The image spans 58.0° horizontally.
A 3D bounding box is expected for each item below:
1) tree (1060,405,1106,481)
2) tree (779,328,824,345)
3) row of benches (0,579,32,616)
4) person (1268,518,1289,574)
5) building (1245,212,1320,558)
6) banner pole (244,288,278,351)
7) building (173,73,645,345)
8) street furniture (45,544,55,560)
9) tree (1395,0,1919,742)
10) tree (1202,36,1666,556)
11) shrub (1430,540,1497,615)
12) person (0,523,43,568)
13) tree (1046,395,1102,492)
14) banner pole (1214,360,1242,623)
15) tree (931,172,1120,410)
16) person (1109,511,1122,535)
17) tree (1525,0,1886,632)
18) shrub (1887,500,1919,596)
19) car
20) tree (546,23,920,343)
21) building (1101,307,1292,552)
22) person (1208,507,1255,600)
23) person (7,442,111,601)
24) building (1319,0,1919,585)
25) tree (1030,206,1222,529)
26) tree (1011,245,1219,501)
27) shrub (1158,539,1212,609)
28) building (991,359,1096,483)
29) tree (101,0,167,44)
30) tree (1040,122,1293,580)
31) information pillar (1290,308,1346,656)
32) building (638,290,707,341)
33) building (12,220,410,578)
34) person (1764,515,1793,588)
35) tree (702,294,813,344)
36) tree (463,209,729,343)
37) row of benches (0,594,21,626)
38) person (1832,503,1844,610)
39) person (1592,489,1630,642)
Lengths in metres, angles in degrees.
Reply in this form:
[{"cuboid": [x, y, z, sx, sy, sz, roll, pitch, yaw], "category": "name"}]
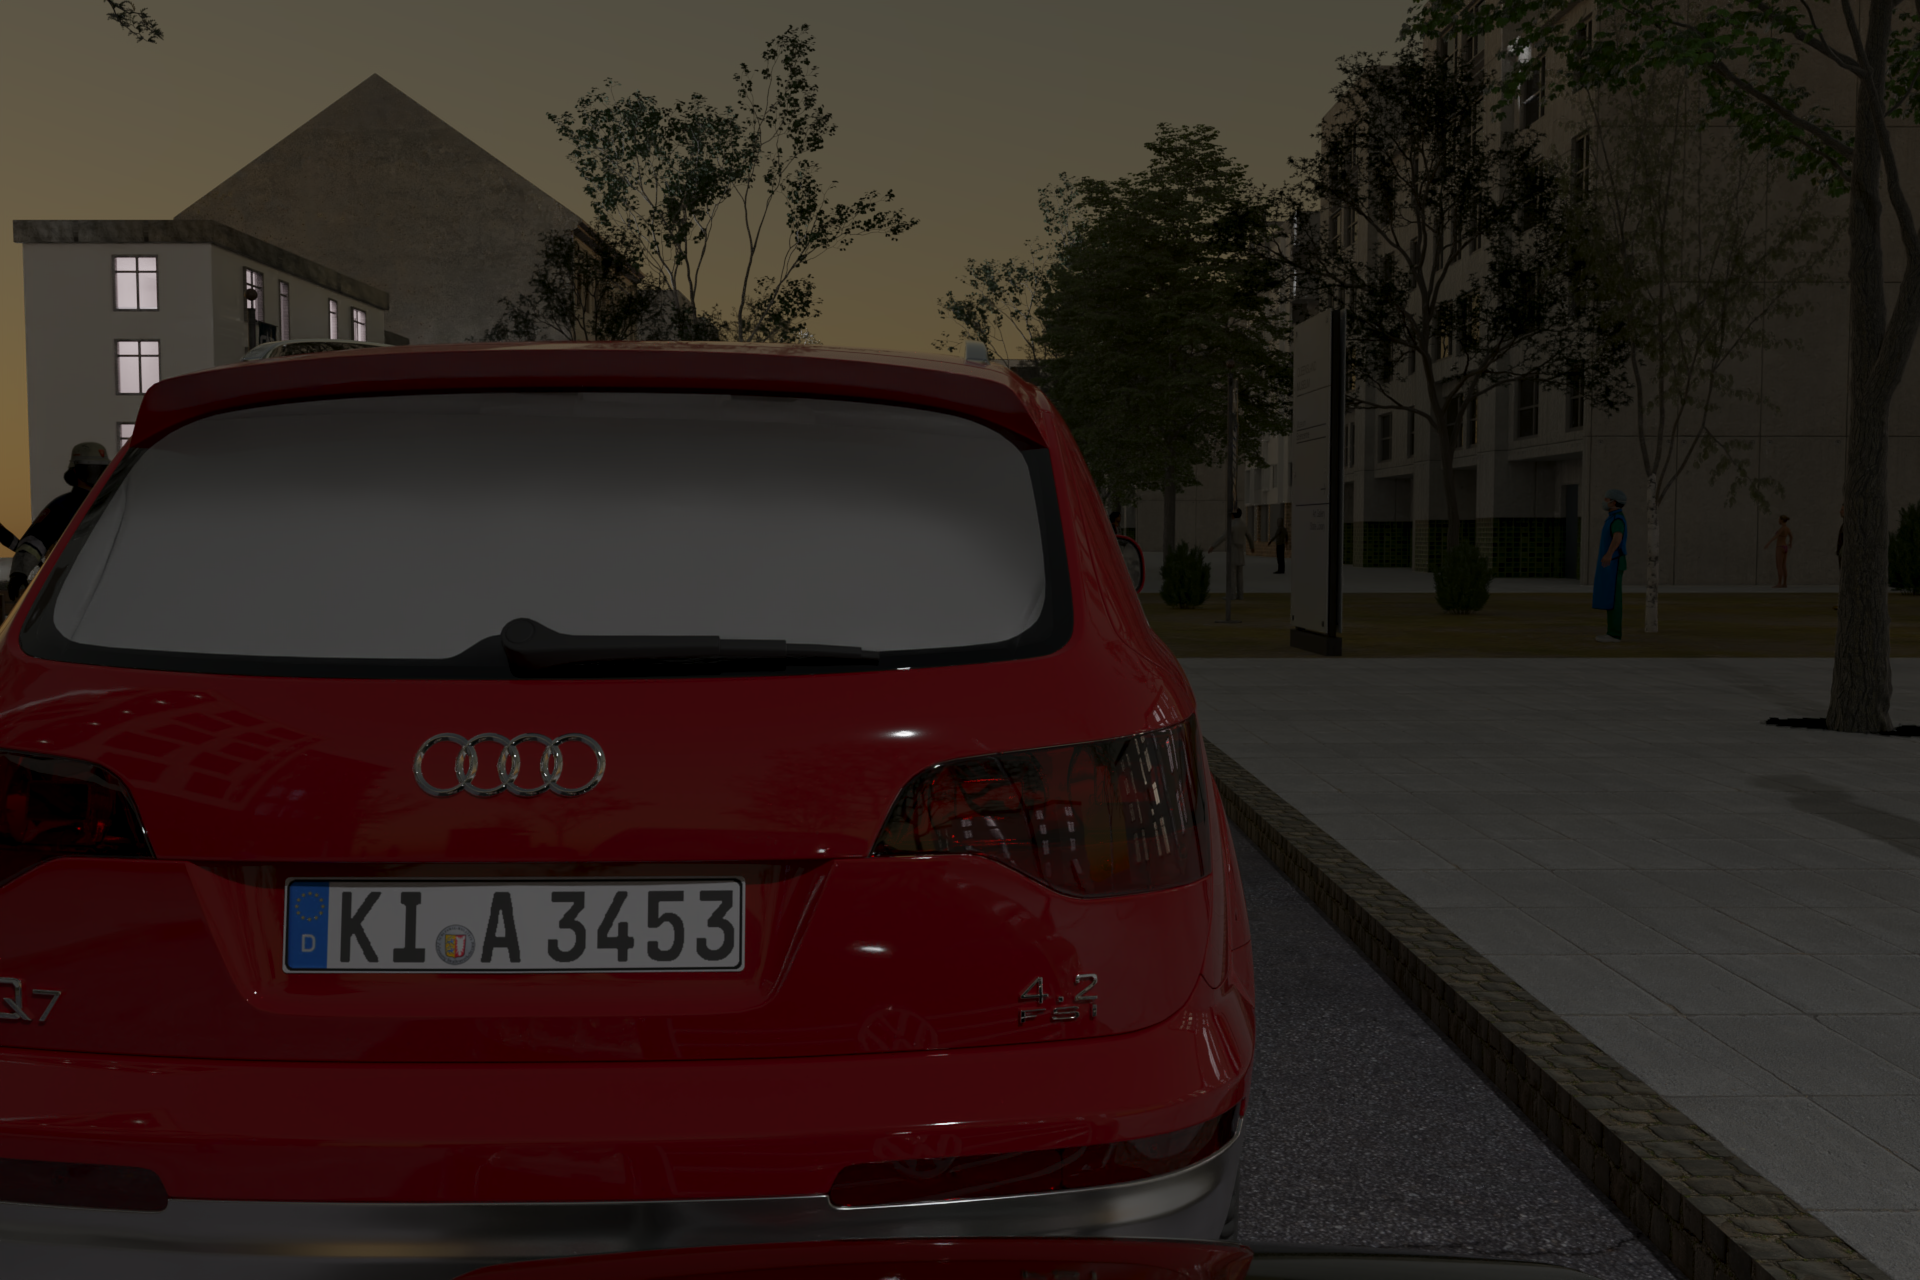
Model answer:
[{"cuboid": [5.722, -8.212, 84.630, 4.360, 8.622, 3.978, 0, 3, 0], "category": "tree"}, {"cuboid": [-9.778, -11.704, 101.732, 12.009, 13.543, 11.850, 0, 3, 0], "category": "tree"}, {"cuboid": [-14.320, -0.518, 23.935, 4.104, 0.672, 1.422, 1, 4, 11], "category": "row of benches"}, {"cuboid": [10.337, -3.050, 55.999, 0.705, 1.813, 1.348, 2, 4, 35], "category": "person"}, {"cuboid": [22.188, -15.030, 102.157, 16.016, 20.090, 11.380, 0, 3, 0], "category": "building"}, {"cuboid": [-7.216, -1.710, 17.975, 0.401, 3.779, 0.863, 0, 4, 1], "category": "banner pole"}, {"cuboid": [-27.978, -15.981, 92.218, 19.493, 23.208, 18.063, 0, 4, -1], "category": "building"}, {"cuboid": [-13.056, -1.527, 31.828, 9.812, 1.723, 11.010, 1, 4, 15], "category": "street furniture"}, {"cuboid": [6.058, -5.211, 10.959, 9.928, 11.665, 9.643, 0, 3, 0], "category": "tree"}, {"cuboid": [8.912, -5.930, 31.372, 8.767, 10.594, 7.601, -1, 4, -19], "category": "tree"}, {"cuboid": [8.028, -1.011, 27.639, 1.383, 1.207, 1.383, 0, 3, 0], "category": "shrub"}, {"cuboid": [-10.251, -0.747, 17.994, 1.354, 1.856, 0.705, 0, 4, -7], "category": "person"}, {"cuboid": [5.377, -10.491, 105.934, 8.767, 10.594, 7.601, -1, 4, -9], "category": "tree"}, {"cuboid": [3.887, -2.123, 24.730, 0.401, 3.779, 0.863, 0, 4, -1], "category": "banner pole"}, {"cuboid": [4.703, -14.535, 93.528, 12.611, 20.169, 13.585, 0, 3, 0], "category": "tree"}, {"cuboid": [3.749, -2.155, 41.379, 0.704, 1.843, 1.345, 1, 4, 21], "category": "person"}, {"cuboid": [9.016, -4.420, 22.622, 4.360, 8.622, 3.978, 0, 3, 0], "category": "tree"}, {"cuboid": [20.025, -1.940, 36.146, 1.690, 2.028, 1.600, 0, 3, 0], "category": "shrub"}, {"cuboid": [-0.570, 0.249, 4.603, 2.281, 1.827, 5.304, 0, 4, -1], "category": "car"}, {"cuboid": [-8.340, -12.742, 64.219, 12.611, 20.169, 13.585, 0, 3, 0], "category": "tree"}, {"cuboid": [21.046, -16.761, 140.503, 16.747, 18.905, 31.486, 0, 4, 0], "category": "building"}, {"cuboid": [5.360, -1.691, 33.840, 1.347, 1.806, 0.705, -3, 5, -42], "category": "person"}, {"cuboid": [-5.323, -0.295, 10.683, 0.704, 1.845, 1.351, 1, 4, 21], "category": "person"}, {"cuboid": [23.858, -11.747, 58.516, 16.747, 18.905, 31.486, 0, 4, 0], "category": "building"}, {"cuboid": [5.751, -8.686, 60.138, 7.486, 12.596, 7.792, 0, 3, 0], "category": "tree"}, {"cuboid": [5.974, -9.931, 72.744, 12.009, 13.543, 11.850, 0, 3, 0], "category": "tree"}, {"cuboid": [3.845, -1.131, 29.613, 1.383, 1.207, 1.383, 0, 3, 0], "category": "shrub"}, {"cuboid": [-0.026, -22.500, 214.299, 32.646, 21.610, 27.936, 0, 4, -5], "category": "building"}, {"cuboid": [-9.303, -6.169, 11.232, 12.009, 13.543, 11.850, 0, 3, 0], "category": "tree"}, {"cuboid": [6.032, -7.942, 47.973, 7.486, 12.596, 7.792, 0, 3, 0], "category": "tree"}, {"cuboid": [3.891, -1.686, 18.883, 0.184, 3.620, 1.656, 0, 4, -2], "category": "information pillar"}, {"cuboid": [-29.013, -16.799, 141.124, 16.747, 18.905, 31.486, 0, 4, -1], "category": "building"}, {"cuboid": [-24.417, -7.236, 60.463, 9.099, 9.664, 28.070, 0, 3, 0], "category": "building"}, {"cuboid": [19.566, -2.115, 41.388, 1.217, 1.733, 0.721, -3, 4, -38], "category": "person"}, {"cuboid": [-10.297, -10.866, 88.033, 12.009, 13.543, 11.850, 0, 3, 0], "category": "tree"}, {"cuboid": [-9.702, -7.031, 49.373, 8.767, 10.594, 7.601, -1, 4, -17], "category": "tree"}, {"cuboid": [-10.688, -0.346, 21.118, 4.104, 0.672, 1.422, -1, 4, -10], "category": "row of benches"}, {"cuboid": [14.948, -1.414, 29.256, 0.704, 1.812, 1.346, 2, 4, 25], "category": "person"}, {"cuboid": [7.743, -0.886, 20.620, 0.704, 1.817, 1.347, 1, 4, 19], "category": "person"}]
